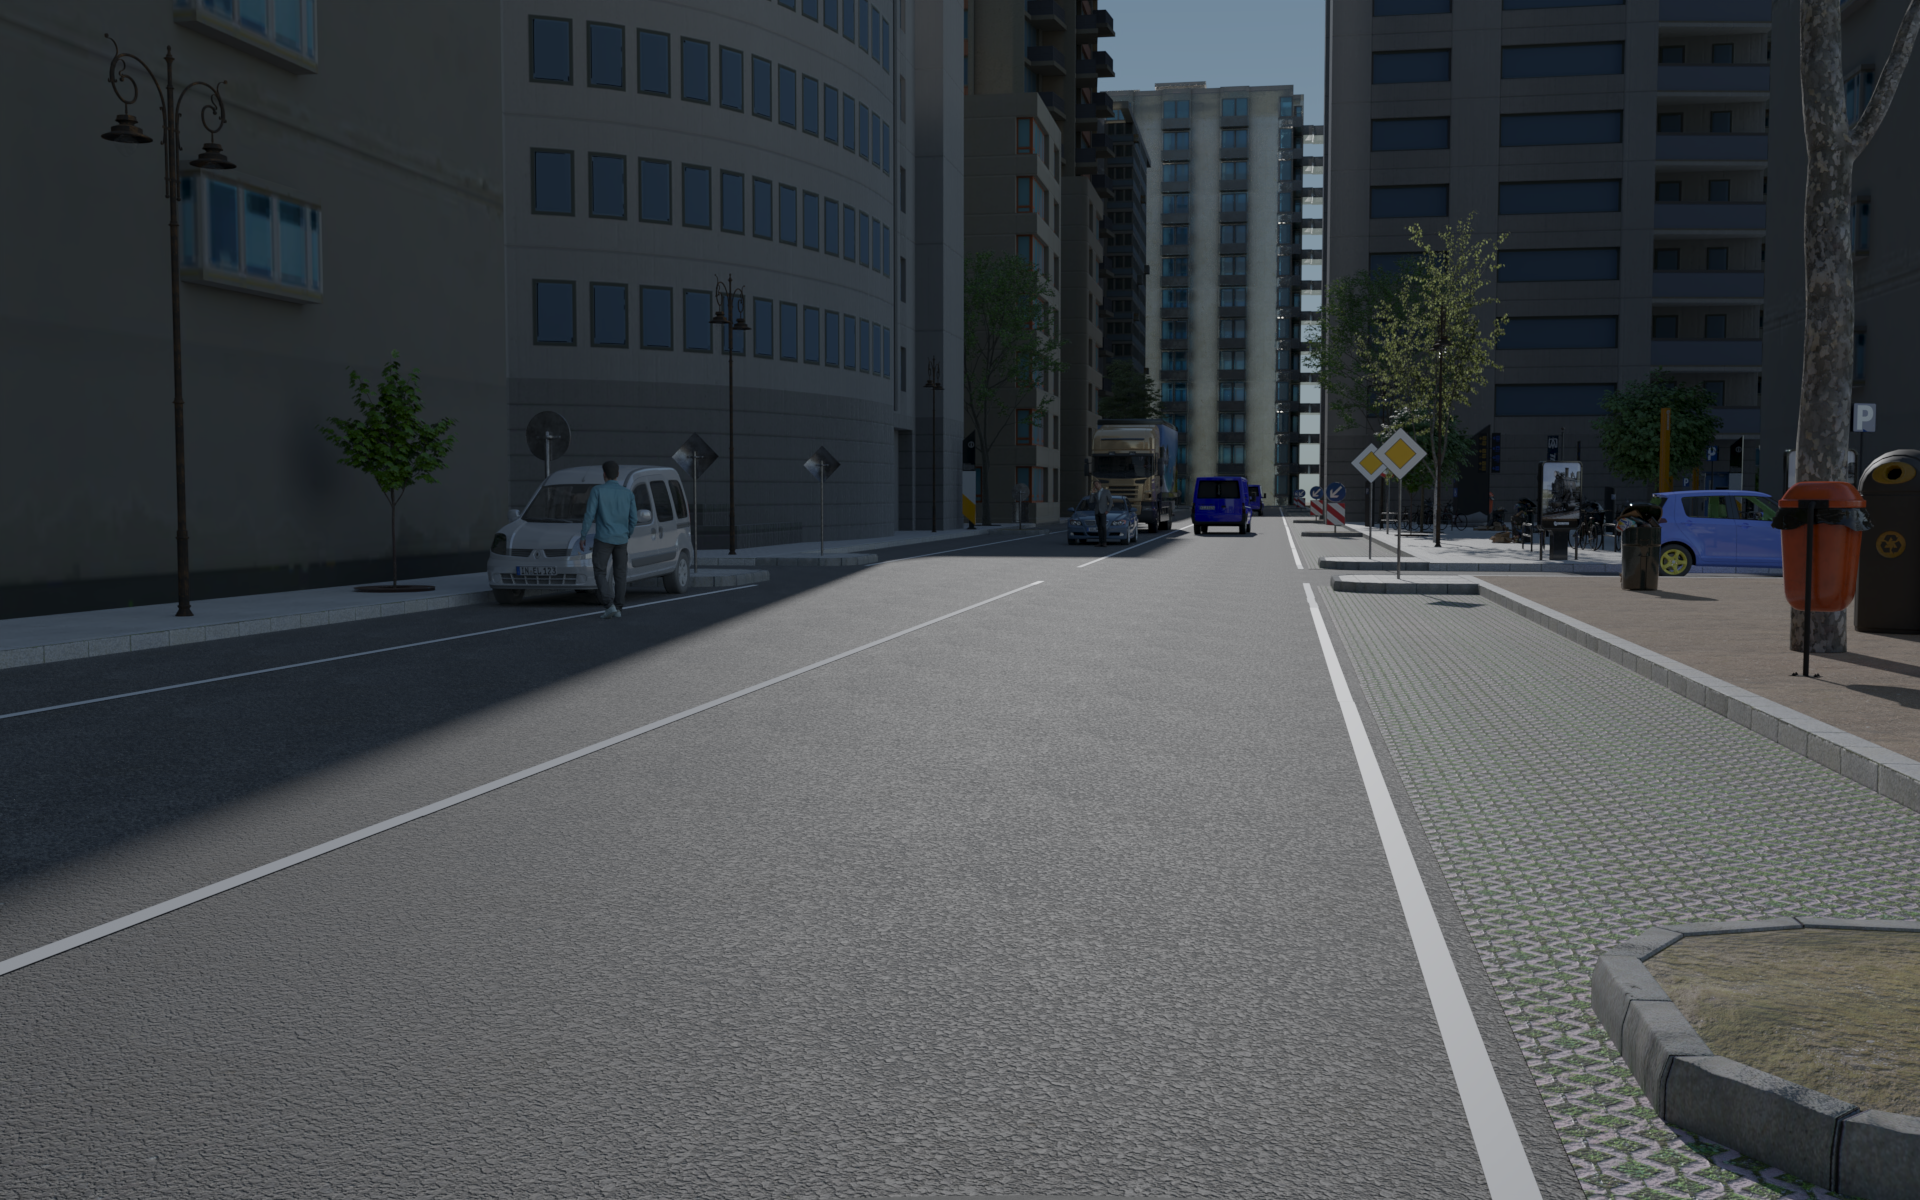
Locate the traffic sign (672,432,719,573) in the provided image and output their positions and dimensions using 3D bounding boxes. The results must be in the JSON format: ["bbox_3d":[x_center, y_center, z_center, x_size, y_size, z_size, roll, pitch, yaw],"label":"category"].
[{"bbox_3d":[-4.294,-1.495,28.088,0.795,2.450,0.064,1,4,10],"label":"traffic sign"}]

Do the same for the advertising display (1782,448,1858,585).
[{"bbox_3d":[12.084,-1.172,24.370,0.974,1.923,0.123,0,4,4],"label":"advertising display"}]

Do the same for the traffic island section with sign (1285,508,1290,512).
[{"bbox_3d":[26.376,-7.695,134.440,1.989,1.847,2.006,1,4,10],"label":"traffic island section with sign"}]

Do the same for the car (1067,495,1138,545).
[{"bbox_3d":[4.179,-2.341,50.283,2.014,1.417,4.499,1,4,10],"label":"car"}]

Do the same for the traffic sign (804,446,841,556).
[{"bbox_3d":[-2.864,-1.976,35.944,0.795,2.450,0.064,1,4,10],"label":"traffic sign"}]

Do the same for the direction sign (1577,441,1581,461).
[{"bbox_3d":[26.476,-5.027,74.182,0.379,3.537,0.876,1,4,13],"label":"direction sign"}]

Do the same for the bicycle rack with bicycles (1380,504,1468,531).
[{"bbox_3d":[16.165,-2.933,61.335,2.852,0.926,2.925,-1,4,-19],"label":"bicycle rack with bicycles"}]

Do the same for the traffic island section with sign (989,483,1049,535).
[{"bbox_3d":[2.151,-3.252,61.804,1.989,1.847,2.006,1,4,10],"label":"traffic island section with sign"}]

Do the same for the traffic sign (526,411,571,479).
[{"bbox_3d":[-6.318,-1.616,26.534,0.768,2.556,0.104,1,4,16],"label":"traffic sign"}]

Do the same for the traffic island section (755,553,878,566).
[{"bbox_3d":[-2.888,-0.840,36.010,2.009,0.180,2.903,1,4,10],"label":"traffic island section"}]

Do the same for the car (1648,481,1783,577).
[{"bbox_3d":[13.400,-1.224,29.601,3.694,1.707,1.945,1,4,11],"label":"car"}]

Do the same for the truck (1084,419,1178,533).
[{"bbox_3d":[6.780,-4.774,66.962,2.839,4.237,11.283,1,4,11],"label":"truck"}]

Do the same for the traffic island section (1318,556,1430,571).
[{"bbox_3d":[8.073,-0.718,34.016,2.009,0.180,2.903,1,4,10],"label":"traffic island section"}]

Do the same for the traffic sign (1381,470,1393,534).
[{"bbox_3d":[13.622,-3.364,55.103,0.768,2.556,0.104,1,4,13],"label":"traffic sign"}]

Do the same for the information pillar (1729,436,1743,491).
[{"bbox_3d":[31.128,-4.777,69.462,0.504,3.616,0.183,2,4,35],"label":"information pillar"}]

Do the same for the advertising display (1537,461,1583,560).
[{"bbox_3d":[11.634,-1.737,33.611,0.974,1.923,0.123,-1,4,-21],"label":"advertising display"}]

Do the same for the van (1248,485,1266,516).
[{"bbox_3d":[19.083,-6.738,114.552,2.240,2.365,5.245,1,4,11],"label":"van"}]

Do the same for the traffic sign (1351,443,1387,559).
[{"bbox_3d":[8.048,-1.853,33.944,0.795,2.450,0.064,1,4,10],"label":"traffic sign"}]

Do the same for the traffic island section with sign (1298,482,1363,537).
[{"bbox_3d":[12.493,-3.033,58.217,1.989,1.847,2.006,1,4,10],"label":"traffic island section with sign"}]

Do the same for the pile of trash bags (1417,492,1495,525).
[{"bbox_3d":[20.984,-3.878,73.153,1.912,1.369,3.447,-3,5,-42],"label":"pile of trash bags"}]

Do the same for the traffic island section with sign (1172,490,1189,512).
[{"bbox_3d":[20.538,-9.429,162.784,1.989,1.847,2.006,1,4,10],"label":"traffic island section with sign"}]

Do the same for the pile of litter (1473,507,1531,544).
[{"bbox_3d":[14.444,-1.930,45.520,1.719,0.858,1.176,-3,5,-42],"label":"pile of litter"}]

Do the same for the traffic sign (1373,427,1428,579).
[{"bbox_3d":[6.618,-1.373,26.087,0.795,2.450,0.064,1,4,10],"label":"traffic sign"}]

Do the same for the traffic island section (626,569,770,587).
[{"bbox_3d":[-4.319,-0.359,28.154,2.009,0.180,2.903,1,4,10],"label":"traffic island section"}]

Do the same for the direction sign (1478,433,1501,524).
[{"bbox_3d":[19.599,-4.415,64.178,0.876,3.537,0.379,3,5,45],"label":"direction sign"}]

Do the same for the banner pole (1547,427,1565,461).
[{"bbox_3d":[22.269,-4.567,64.695,0.401,3.779,0.863,-3,4,-38],"label":"banner pole"}]

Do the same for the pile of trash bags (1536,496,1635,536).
[{"bbox_3d":[19.931,-2.758,54.841,3.447,1.369,1.912,3,5,42],"label":"pile of trash bags"}]

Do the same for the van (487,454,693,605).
[{"bbox_3d":[-4.994,-1.021,23.712,2.013,2.044,4.112,1,4,9],"label":"van"}]

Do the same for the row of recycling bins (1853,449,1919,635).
[{"bbox_3d":[9.198,-0.474,14.857,1.069,1.692,3.534,-1,4,-16],"label":"row of recycling bins"}]

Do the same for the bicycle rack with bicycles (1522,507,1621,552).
[{"bbox_3d":[13.918,-1.585,39.291,2.852,0.926,2.925,1,4,13],"label":"bicycle rack with bicycles"}]

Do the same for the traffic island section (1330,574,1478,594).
[{"bbox_3d":[6.642,-0.237,26.160,2.009,0.180,2.903,1,4,10],"label":"traffic island section"}]

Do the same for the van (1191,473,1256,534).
[{"bbox_3d":[9.648,-3.616,63.504,2.240,2.365,5.245,1,4,12],"label":"van"}]

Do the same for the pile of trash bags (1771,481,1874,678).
[{"bbox_3d":[7.155,-0.100,11.384,3.447,1.369,1.912,3,5,42],"label":"pile of trash bags"}]

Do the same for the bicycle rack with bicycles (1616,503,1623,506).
[{"bbox_3d":[28.000,-3.552,71.459,2.852,0.926,2.925,3,4,36],"label":"bicycle rack with bicycles"}]

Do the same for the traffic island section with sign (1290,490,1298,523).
[{"bbox_3d":[17.351,-4.666,84.912,1.989,1.847,2.006,1,4,10],"label":"traffic island section with sign"}]

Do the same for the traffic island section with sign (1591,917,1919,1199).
[{"bbox_3d":[2.654,0.273,4.159,1.989,1.847,2.006,1,4,10],"label":"traffic island section with sign"}]

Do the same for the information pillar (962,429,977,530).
[{"bbox_3d":[0.341,-4.358,62.615,0.504,3.616,0.183,1,4,11],"label":"information pillar"}]
